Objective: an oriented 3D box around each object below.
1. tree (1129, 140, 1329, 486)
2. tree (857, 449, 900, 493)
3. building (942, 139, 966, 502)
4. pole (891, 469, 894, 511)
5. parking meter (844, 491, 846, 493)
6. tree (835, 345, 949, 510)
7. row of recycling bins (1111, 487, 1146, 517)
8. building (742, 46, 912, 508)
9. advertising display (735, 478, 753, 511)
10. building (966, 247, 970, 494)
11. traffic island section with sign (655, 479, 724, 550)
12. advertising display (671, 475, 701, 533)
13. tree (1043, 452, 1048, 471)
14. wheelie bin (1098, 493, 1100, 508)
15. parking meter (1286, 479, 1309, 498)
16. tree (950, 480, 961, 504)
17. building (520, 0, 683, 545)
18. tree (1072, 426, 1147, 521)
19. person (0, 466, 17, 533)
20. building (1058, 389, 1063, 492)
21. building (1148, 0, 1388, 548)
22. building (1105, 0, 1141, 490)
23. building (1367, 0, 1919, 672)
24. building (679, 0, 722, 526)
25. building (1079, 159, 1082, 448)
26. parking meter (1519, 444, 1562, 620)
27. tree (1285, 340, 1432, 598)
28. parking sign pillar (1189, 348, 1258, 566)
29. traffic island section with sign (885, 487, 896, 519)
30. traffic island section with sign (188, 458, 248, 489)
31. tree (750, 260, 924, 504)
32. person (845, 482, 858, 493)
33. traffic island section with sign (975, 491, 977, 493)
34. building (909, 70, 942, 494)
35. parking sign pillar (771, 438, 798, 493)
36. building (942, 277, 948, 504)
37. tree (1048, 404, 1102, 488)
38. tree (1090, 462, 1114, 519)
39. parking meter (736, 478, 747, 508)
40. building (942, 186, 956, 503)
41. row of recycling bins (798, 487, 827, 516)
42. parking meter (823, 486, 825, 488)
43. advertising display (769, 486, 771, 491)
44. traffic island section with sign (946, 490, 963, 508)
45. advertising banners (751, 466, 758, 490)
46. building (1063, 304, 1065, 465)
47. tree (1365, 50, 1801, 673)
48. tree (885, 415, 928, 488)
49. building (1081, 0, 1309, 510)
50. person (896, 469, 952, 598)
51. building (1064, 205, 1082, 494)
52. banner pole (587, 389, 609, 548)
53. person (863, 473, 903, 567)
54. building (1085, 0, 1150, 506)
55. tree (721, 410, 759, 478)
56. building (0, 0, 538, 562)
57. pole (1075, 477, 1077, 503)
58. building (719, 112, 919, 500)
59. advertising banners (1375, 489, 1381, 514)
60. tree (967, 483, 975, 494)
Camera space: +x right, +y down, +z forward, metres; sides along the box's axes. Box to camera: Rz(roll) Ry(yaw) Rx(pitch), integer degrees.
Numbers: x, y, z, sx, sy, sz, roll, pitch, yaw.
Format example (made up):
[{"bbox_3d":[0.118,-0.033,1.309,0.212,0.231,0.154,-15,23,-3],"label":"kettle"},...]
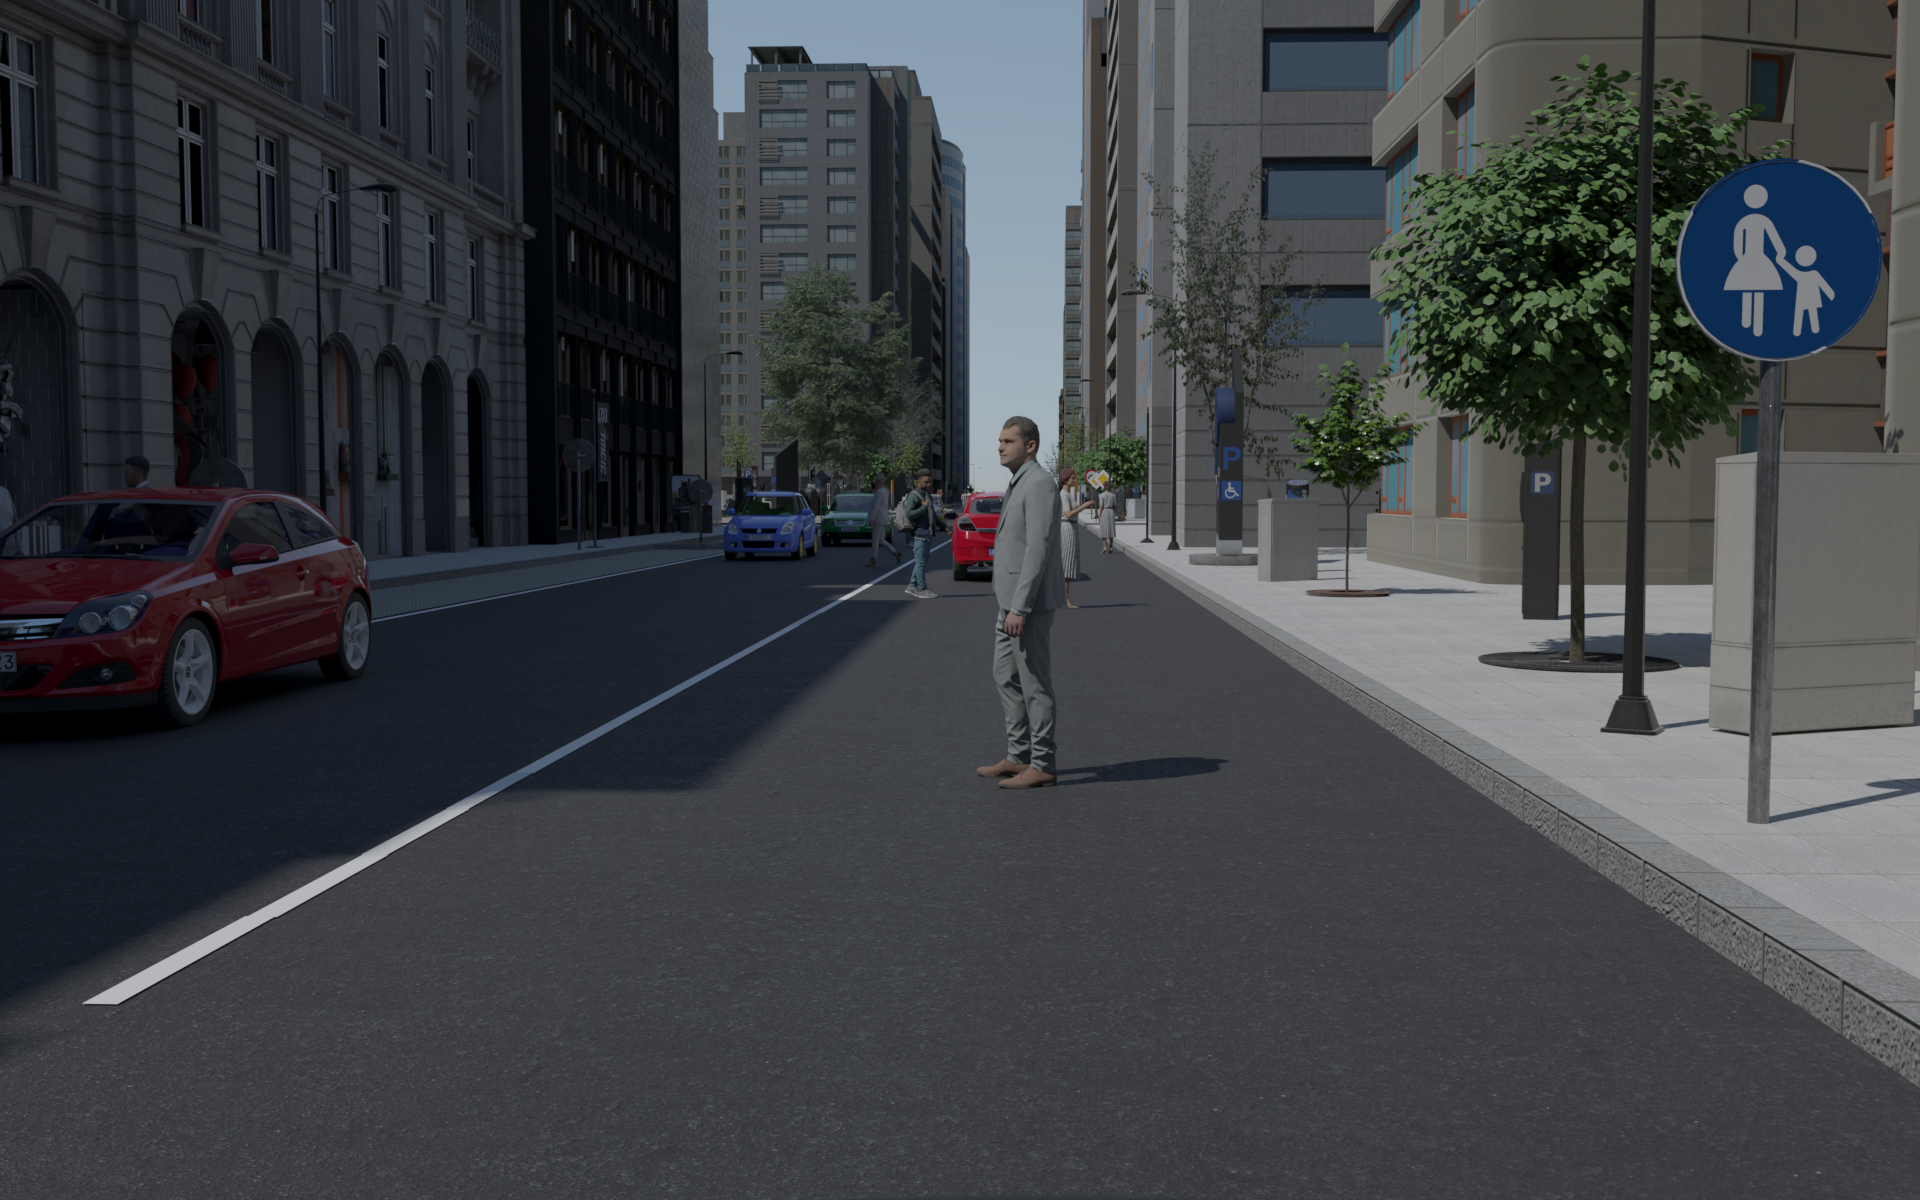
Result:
[{"bbox_3d":[5.497,-5.248,36.170,4.360,8.622,3.978,0,3,0],"label":"tree"},{"bbox_3d":[-5.854,-8.191,117.633,4.285,4.588,4.351,0,3,0],"label":"tree"},{"bbox_3d":[-10.106,-45.253,281.879,21.231,58.520,28.212,0,4,2],"label":"building"},{"bbox_3d":[-5.053,-8.304,129.612,0.158,3.312,0.155,0,3,0],"label":"pole"},{"bbox_3d":[-8.206,-7.140,125.143,0.372,1.533,0.369,0,3,0],"label":"parking meter"},{"bbox_3d":[-5.479,-13.976,138.880,12.009,13.543,11.850,0,3,0],"label":"tree"},{"bbox_3d":[11.277,-6.121,107.190,3.534,1.692,1.069,0,4,3],"label":"row of recycling bins"},{"bbox_3d":[-11.984,-29.193,160.908,14.154,41.232,14.086,0,4,2],"label":"building"},{"bbox_3d":[-8.589,-3.896,68.905,0.974,1.923,0.123,3,5,42],"label":"advertising display"},{"bbox_3d":[-5.455,-39.948,303.266,14.600,45.320,14.200,0,4,2],"label":"building"},{"bbox_3d":[-6.821,-2.245,45.329,1.989,1.847,2.006,0,4,2],"label":"traffic island section with sign"},{"bbox_3d":[-9.043,-3.177,57.151,0.974,1.923,0.123,0,4,-4],"label":"advertising display"},{"bbox_3d":[13.500,-17.569,237.614,4.737,8.622,4.395,0,3,0],"label":"tree"},{"bbox_3d":[9.844,-6.772,118.634,0.693,1.594,0.980,2,4,30],"label":"wheelie bin"},{"bbox_3d":[5.548,-1.228,28.486,0.372,1.533,0.369,0,3,0],"label":"parking meter"},{"bbox_3d":[-0.935,-14.463,231.064,1.663,3.219,1.824,0,3,0],"label":"tree"},{"bbox_3d":[-15.975,-13.546,51.158,12.332,23.373,15.834,0,4,2],"label":"building"},{"bbox_3d":[7.968,-6.133,83.983,4.285,4.588,4.351,0,3,0],"label":"tree"},{"bbox_3d":[-7.631,-0.274,13.459,0.515,1.767,0.782,1,4,12],"label":"person"},{"bbox_3d":[30.956,-27.691,297.788,27.650,21.520,28.899,0,4,2],"label":"building"},{"bbox_3d":[16.477,-31.273,53.315,21.231,58.520,28.212,0,4,2],"label":"building"},{"bbox_3d":[22.850,-31.514,138.962,21.300,48.544,21.600,0,4,2],"label":"building"},{"bbox_3d":[21.022,-10.562,17.724,27.650,21.520,28.899,0,4,2],"label":"building"},{"bbox_3d":[-18.277,-12.845,64.760,16.860,20.320,10.420,0,4,2],"label":"building"},{"bbox_3d":[25.978,-36.211,211.655,23.786,49.044,30.456,0,4,2],"label":"building"},{"bbox_3d":[5.924,-0.734,17.704,0.399,1.863,0.255,1,4,17],"label":"parking meter"},{"bbox_3d":[4.867,-1.675,21.982,1.663,3.219,1.824,0,3,0],"label":"tree"},{"bbox_3d":[4.899,-2.629,31.453,1.447,3.967,1.447,0,4,6],"label":"parking sign pillar"},{"bbox_3d":[-4.369,-5.672,101.369,1.989,1.847,2.006,0,4,2],"label":"traffic island section with sign"},{"bbox_3d":[-8.012,-0.582,18.149,1.989,1.847,2.006,0,4,2],"label":"traffic island section with sign"},{"bbox_3d":[-6.765,-11.464,94.097,9.857,13.997,8.962,0,3,0],"label":"tree"},{"bbox_3d":[-3.683,-3.127,59.498,0.514,1.842,0.818,-2,4,-23],"label":"person"},{"bbox_3d":[3.794,-17.100,288.206,1.989,1.847,2.006,0,4,2],"label":"traffic island section with sign"},{"bbox_3d":[-13.327,-35.414,202.718,21.300,48.544,21.600,0,4,2],"label":"building"},{"bbox_3d":[-8.414,-5.793,83.195,1.447,3.967,1.447,-3,5,-40],"label":"parking sign pillar"},{"bbox_3d":[-8.973,-27.550,222.143,14.160,30.474,14.107,0,4,2],"label":"building"},{"bbox_3d":[9.837,-11.671,141.177,4.737,8.622,4.395,0,3,0],"label":"tree"},{"bbox_3d":[7.421,-5.803,89.473,1.663,3.219,1.824,0,3,0],"label":"tree"},{"bbox_3d":[-7.869,-3.470,62.453,0.255,1.863,0.399,1,4,17],"label":"parking meter"},{"bbox_3d":[-8.580,-36.399,245.240,14.600,45.320,14.200,0,4,2],"label":"building"},{"bbox_3d":[-9.158,-5.780,101.615,1.069,1.692,3.534,3,5,42],"label":"row of recycling bins"},{"bbox_3d":[-8.879,-6.467,111.439,0.399,1.863,0.255,0,4,2],"label":"parking meter"},{"bbox_3d":[-15.085,-8.222,139.636,0.123,1.923,0.974,2,4,31],"label":"advertising display"},{"bbox_3d":[-1.026,-10.355,177.924,1.989,1.847,2.006,0,4,2],"label":"traffic island section with sign"},{"bbox_3d":[-12.320,-6.892,108.867,0.090,3.025,2.074,3,5,43],"label":"advertising banners"},{"bbox_3d":[22.585,-30.008,262.323,14.160,30.474,14.107,0,4,2],"label":"building"},{"bbox_3d":[4.753,-1.789,12.967,4.285,4.588,4.351,0,3,0],"label":"tree"},{"bbox_3d":[-4.611,-12.318,151.753,4.737,8.622,4.395,0,3,0],"label":"tree"},{"bbox_3d":[23.316,-39.155,182.175,21.231,58.520,28.212,0,4,2],"label":"building"},{"bbox_3d":[-0.521,-0.921,23.910,0.721,1.781,0.623,1,4,15],"label":"person"},{"bbox_3d":[21.923,-34.446,246.788,14.154,41.232,14.086,0,4,2],"label":"building"},{"bbox_3d":[-8.649,-3.154,41.577,0.401,3.779,0.863,1,4,23],"label":"banner pole"},{"bbox_3d":[-1.524,-1.583,34.265,0.818,1.842,0.514,-1,4,-10],"label":"person"},{"bbox_3d":[18.776,-31.245,160.967,14.600,45.320,14.200,0,4,2],"label":"building"},{"bbox_3d":[-19.258,-12.250,150.646,4.737,8.622,4.395,0,3,0],"label":"tree"},{"bbox_3d":[-17.142,-11.592,31.327,13.314,21.916,24.055,0,4,2],"label":"building"},{"bbox_3d":[7.950,-7.642,118.788,0.158,3.312,0.155,0,3,0],"label":"pole"},{"bbox_3d":[-19.772,-29.884,180.477,32.217,40.220,23.993,0,4,2],"label":"building"},{"bbox_3d":[28.092,-7.276,115.143,0.090,3.025,2.074,2,4,31],"label":"advertising banners"},{"bbox_3d":[1.740,-17.986,288.664,1.663,3.219,1.824,0,3,0],"label":"tree"}]
